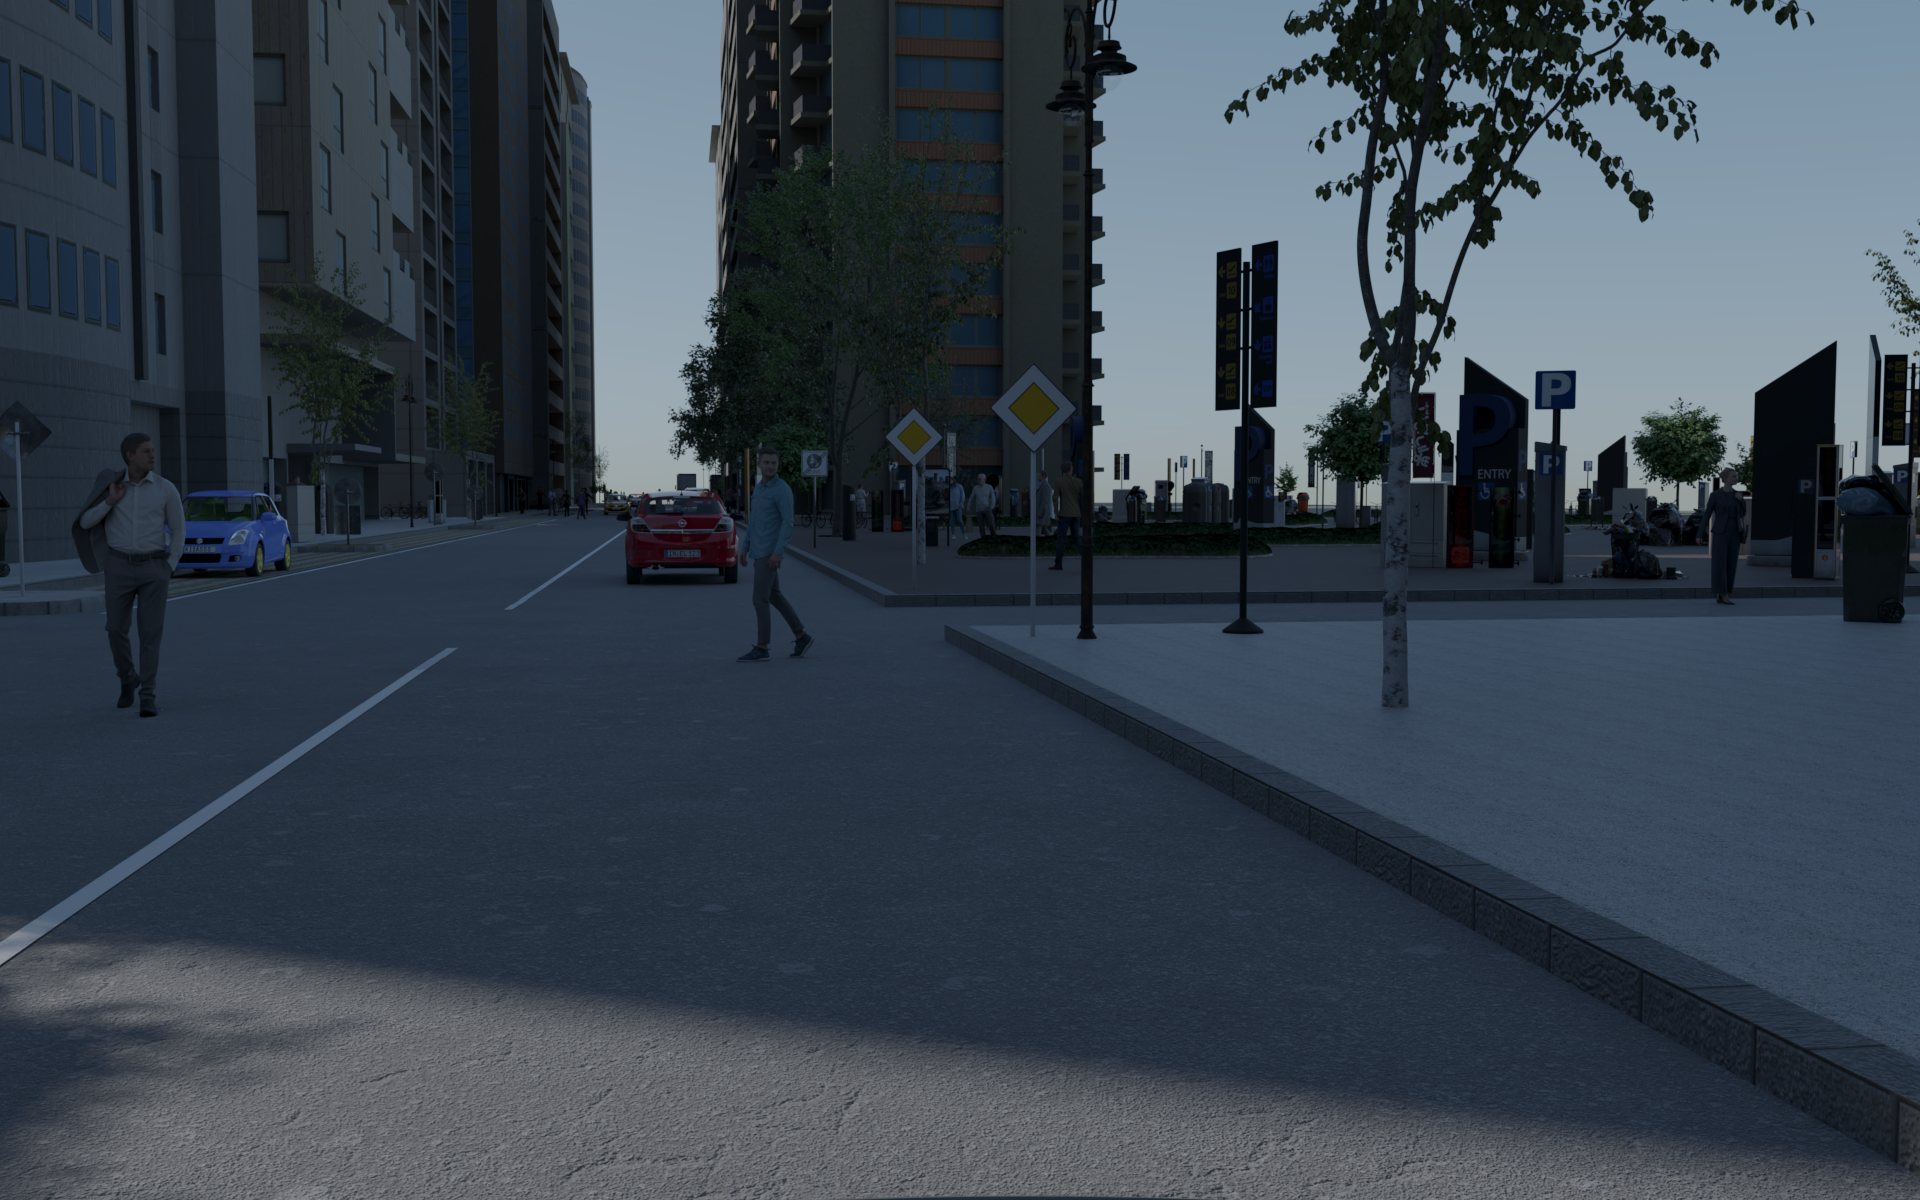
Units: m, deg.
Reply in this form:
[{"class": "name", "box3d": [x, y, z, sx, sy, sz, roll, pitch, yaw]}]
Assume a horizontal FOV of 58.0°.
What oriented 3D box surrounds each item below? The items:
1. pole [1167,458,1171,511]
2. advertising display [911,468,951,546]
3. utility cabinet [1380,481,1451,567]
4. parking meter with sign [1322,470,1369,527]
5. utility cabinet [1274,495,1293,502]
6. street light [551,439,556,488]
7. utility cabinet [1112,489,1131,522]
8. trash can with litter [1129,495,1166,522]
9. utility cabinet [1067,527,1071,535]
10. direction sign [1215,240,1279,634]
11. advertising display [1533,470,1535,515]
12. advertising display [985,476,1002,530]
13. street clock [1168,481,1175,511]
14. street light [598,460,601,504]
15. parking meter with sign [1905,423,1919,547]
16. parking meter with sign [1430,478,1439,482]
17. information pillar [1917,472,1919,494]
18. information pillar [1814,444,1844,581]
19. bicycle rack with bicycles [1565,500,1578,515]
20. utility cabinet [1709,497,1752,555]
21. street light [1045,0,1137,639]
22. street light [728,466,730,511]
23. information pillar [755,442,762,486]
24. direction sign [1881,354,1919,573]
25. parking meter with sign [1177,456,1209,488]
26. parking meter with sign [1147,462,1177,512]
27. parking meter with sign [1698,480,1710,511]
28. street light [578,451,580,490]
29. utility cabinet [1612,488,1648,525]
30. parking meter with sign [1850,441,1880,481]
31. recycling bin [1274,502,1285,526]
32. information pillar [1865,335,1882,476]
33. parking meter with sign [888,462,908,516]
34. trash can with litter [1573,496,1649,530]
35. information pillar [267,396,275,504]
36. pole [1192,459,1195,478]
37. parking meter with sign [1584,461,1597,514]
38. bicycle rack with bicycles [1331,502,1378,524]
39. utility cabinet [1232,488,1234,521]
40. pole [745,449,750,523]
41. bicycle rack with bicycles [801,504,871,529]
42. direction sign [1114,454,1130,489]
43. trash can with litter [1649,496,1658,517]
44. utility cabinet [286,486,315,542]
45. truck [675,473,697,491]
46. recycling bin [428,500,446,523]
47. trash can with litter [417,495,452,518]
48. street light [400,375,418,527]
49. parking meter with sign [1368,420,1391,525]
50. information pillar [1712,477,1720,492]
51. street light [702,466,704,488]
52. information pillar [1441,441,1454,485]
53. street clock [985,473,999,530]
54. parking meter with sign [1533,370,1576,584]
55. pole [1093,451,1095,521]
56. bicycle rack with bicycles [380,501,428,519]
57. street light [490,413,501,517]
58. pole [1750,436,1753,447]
[{"class": "pole", "box3d": [11.863, -6.386, 98.261, 0.158, 3.312, 0.155, 0, 3, 0]}, {"class": "advertising display", "box3d": [-0.717, -2.279, 42.480, 0.974, 1.923, 0.123, 0, 4, 0]}, {"class": "utility cabinet", "box3d": [8.027, -1.338, 30.560, 1.173, 1.500, 0.318, 3, 5, 40]}, {"class": "parking meter with sign", "box3d": [13.886, -4.035, 62.229, 1.738, 3.016, 0.543, 1, 4, 18]}, {"class": "utility cabinet", "box3d": [17.545, -5.072, 94.089, 1.020, 1.237, 0.306, 2, 4, 28]}, {"class": "street light", "box3d": [-33.503, -10.397, 142.778, 0.468, 5.910, 1.993, -1, 4, -9]}, {"class": "utility cabinet", "box3d": [6.987, -3.907, 72.550, 1.173, 1.500, 0.318, 1, 4, 23]}, {"class": "trash can with litter", "box3d": [9.943, -4.830, 90.026, 1.678, 1.210, 2.233, 3, 4, 37]}, {"class": "utility cabinet", "box3d": [3.036, -2.224, 47.531, 0.306, 1.237, 1.020, -1, 4, -14]}, {"class": "direction sign", "box3d": [2.619, -1.463, 15.924, 0.379, 3.537, 0.876, -2, 4, -28]}, {"class": "advertising display", "box3d": [15.143, -2.537, 46.688, 0.974, 1.923, 0.123, 0, 4, -5]}, {"class": "advertising display", "box3d": [1.202, -3.493, 62.317, 0.123, 1.923, 0.974, -2, 4, -30]}, {"class": "street clock", "box3d": [11.675, -5.614, 96.353, 0.471, 2.002, 0.358, 3, 4, 37]}, {"class": "street light", "box3d": [-46.869, -15.440, 225.230, 0.468, 5.910, 1.993, -1, 4, -9]}, {"class": "parking meter with sign", "box3d": [22.771, -2.784, 41.779, 0.543, 3.016, 1.738, 3, 5, 40]}, {"class": "parking meter with sign", "box3d": [28.357, -6.457, 101.836, 1.738, 3.016, 0.543, -1, 4, -23]}, {"class": "information pillar", "box3d": [31.617, -3.228, 57.267, 0.304, 2.012, 0.304, -1, 4, -10]}, {"class": "information pillar", "box3d": [12.948, -1.304, 25.817, 0.304, 2.012, 0.304, 3, 4, 39]}, {"class": "bicycle rack with bicycles", "box3d": [35.591, -5.475, 102.902, 2.852, 0.926, 2.925, 1, 4, 17]}, {"class": "utility cabinet", "box3d": [16.342, -1.547, 36.449, 1.020, 1.237, 0.306, 1, 4, 18]}, {"class": "street light", "box3d": [1.126, -2.594, 15.203, 0.468, 5.910, 1.993, -1, 4, -9]}, {"class": "street light", "box3d": [-16.973, -9.437, 127.080, 0.468, 5.910, 1.993, -1, 4, -9]}, {"class": "information pillar", "box3d": [-8.801, -5.162, 75.754, 0.183, 3.616, 0.504, 1, 4, 21]}, {"class": "direction sign", "box3d": [15.415, -2.208, 28.091, 0.876, 3.537, 0.379, 1, 4, 11]}, {"class": "parking meter with sign", "box3d": [10.828, -5.015, 78.264, 1.738, 3.016, 0.543, 3, 4, 36]}, {"class": "parking meter with sign", "box3d": [10.990, -6.025, 94.776, 1.738, 3.016, 0.543, 0, 4, -1]}, {"class": "parking meter with sign", "box3d": [44.365, -6.543, 103.239, 0.543, 3.016, 1.738, 3, 5, 44]}, {"class": "street light", "box3d": [-39.490, -12.651, 179.633, 0.468, 5.910, 1.993, -1, 4, -9]}, {"class": "utility cabinet", "box3d": [24.780, -3.387, 64.055, 1.173, 1.500, 0.318, 3, 4, 36]}, {"class": "parking meter with sign", "box3d": [30.125, -3.696, 56.696, 1.738, 3.016, 0.543, 1, 4, 13]}, {"class": "recycling bin", "box3d": [9.865, -2.599, 55.040, 0.722, 1.027, 0.722, -1, 4, -11]}, {"class": "information pillar", "box3d": [13.329, -2.077, 25.315, 0.183, 3.616, 0.504, 1, 4, 17]}, {"class": "parking meter with sign", "box3d": [-3.268, -5.924, 93.125, 0.543, 3.016, 1.738, -2, 4, -25]}, {"class": "trash can with litter", "box3d": [23.231, -3.143, 62.449, 1.678, 1.210, 2.233, -2, 4, -31]}, {"class": "information pillar", "box3d": [-16.503, -3.068, 41.509, 0.183, 3.616, 0.504, -1, 4, -19]}, {"class": "pole", "box3d": [13.415, -6.455, 99.387, 0.158, 3.312, 0.155, 0, 3, 0]}, {"class": "parking meter with sign", "box3d": [33.197, -5.724, 89.841, 0.543, 3.016, 1.738, -2, 4, -27]}, {"class": "bicycle rack with bicycles", "box3d": [17.495, -3.807, 75.619, 2.852, 0.926, 2.925, 1, 4, 10]}, {"class": "utility cabinet", "box3d": [10.715, -3.442, 64.957, 1.173, 1.500, 0.318, -3, 5, -40]}, {"class": "pole", "box3d": [-9.563, -5.133, 77.771, 0.158, 3.312, 0.155, 0, 3, 0]}, {"class": "bicycle rack with bicycles", "box3d": [-4.339, -3.186, 65.467, 2.852, 0.926, 2.925, -2, 4, -33]}, {"class": "direction sign", "box3d": [9.040, -6.409, 96.777, 0.876, 3.537, 0.379, 0, 4, -6]}, {"class": "trash can with litter", "box3d": [31.136, -4.061, 77.451, 1.678, 1.210, 2.233, -2, 4, -24]}, {"class": "utility cabinet", "box3d": [-17.514, -2.282, 45.989, 0.318, 1.500, 1.173, 0, 4, 0]}, {"class": "truck", "box3d": [-38.121, -15.422, 241.058, 2.839, 4.237, 11.283, -1, 4, -11]}, {"class": "recycling bin", "box3d": [-23.298, -3.950, 77.136, 0.722, 1.027, 0.722, -1, 4, -22]}, {"class": "trash can with litter", "box3d": [-28.704, -5.071, 93.965, 1.678, 1.210, 2.233, -3, 4, -37]}, {"class": "street light", "box3d": [-21.087, -5.729, 66.462, 0.468, 5.910, 1.993, -1, 4, -9]}, {"class": "parking meter with sign", "box3d": [9.980, -2.663, 39.796, 0.543, 3.016, 1.738, 0, 4, -3]}, {"class": "information pillar", "box3d": [32.611, -4.295, 74.711, 0.304, 2.012, 0.304, 1, 4, 22]}, {"class": "street light", "box3d": [-37.728, -17.245, 254.746, 0.468, 5.910, 1.993, -1, 4, -9]}, {"class": "information pillar", "box3d": [18.813, -4.622, 66.929, 0.504, 3.616, 0.183, 0, 4, 1]}, {"class": "street clock", "box3d": [1.132, -3.447, 60.928, 0.471, 2.002, 0.358, -1, 4, -17]}, {"class": "parking meter with sign", "box3d": [8.642, -1.776, 25.298, 0.543, 3.016, 1.738, 1, 4, 17]}, {"class": "pole", "box3d": [6.191, -5.335, 81.063, 0.158, 3.312, 0.155, 0, 3, 0]}, {"class": "bicycle rack with bicycles", "box3d": [-28.090, -4.666, 89.671, 2.925, 0.926, 2.852, 1, 4, 16]}, {"class": "street light", "box3d": [-26.126, -7.624, 97.438, 0.468, 5.910, 1.993, -1, 4, -9]}, {"class": "pole", "box3d": [27.638, -4.070, 60.386, 0.158, 3.312, 0.155, 0, 3, 0]}]
